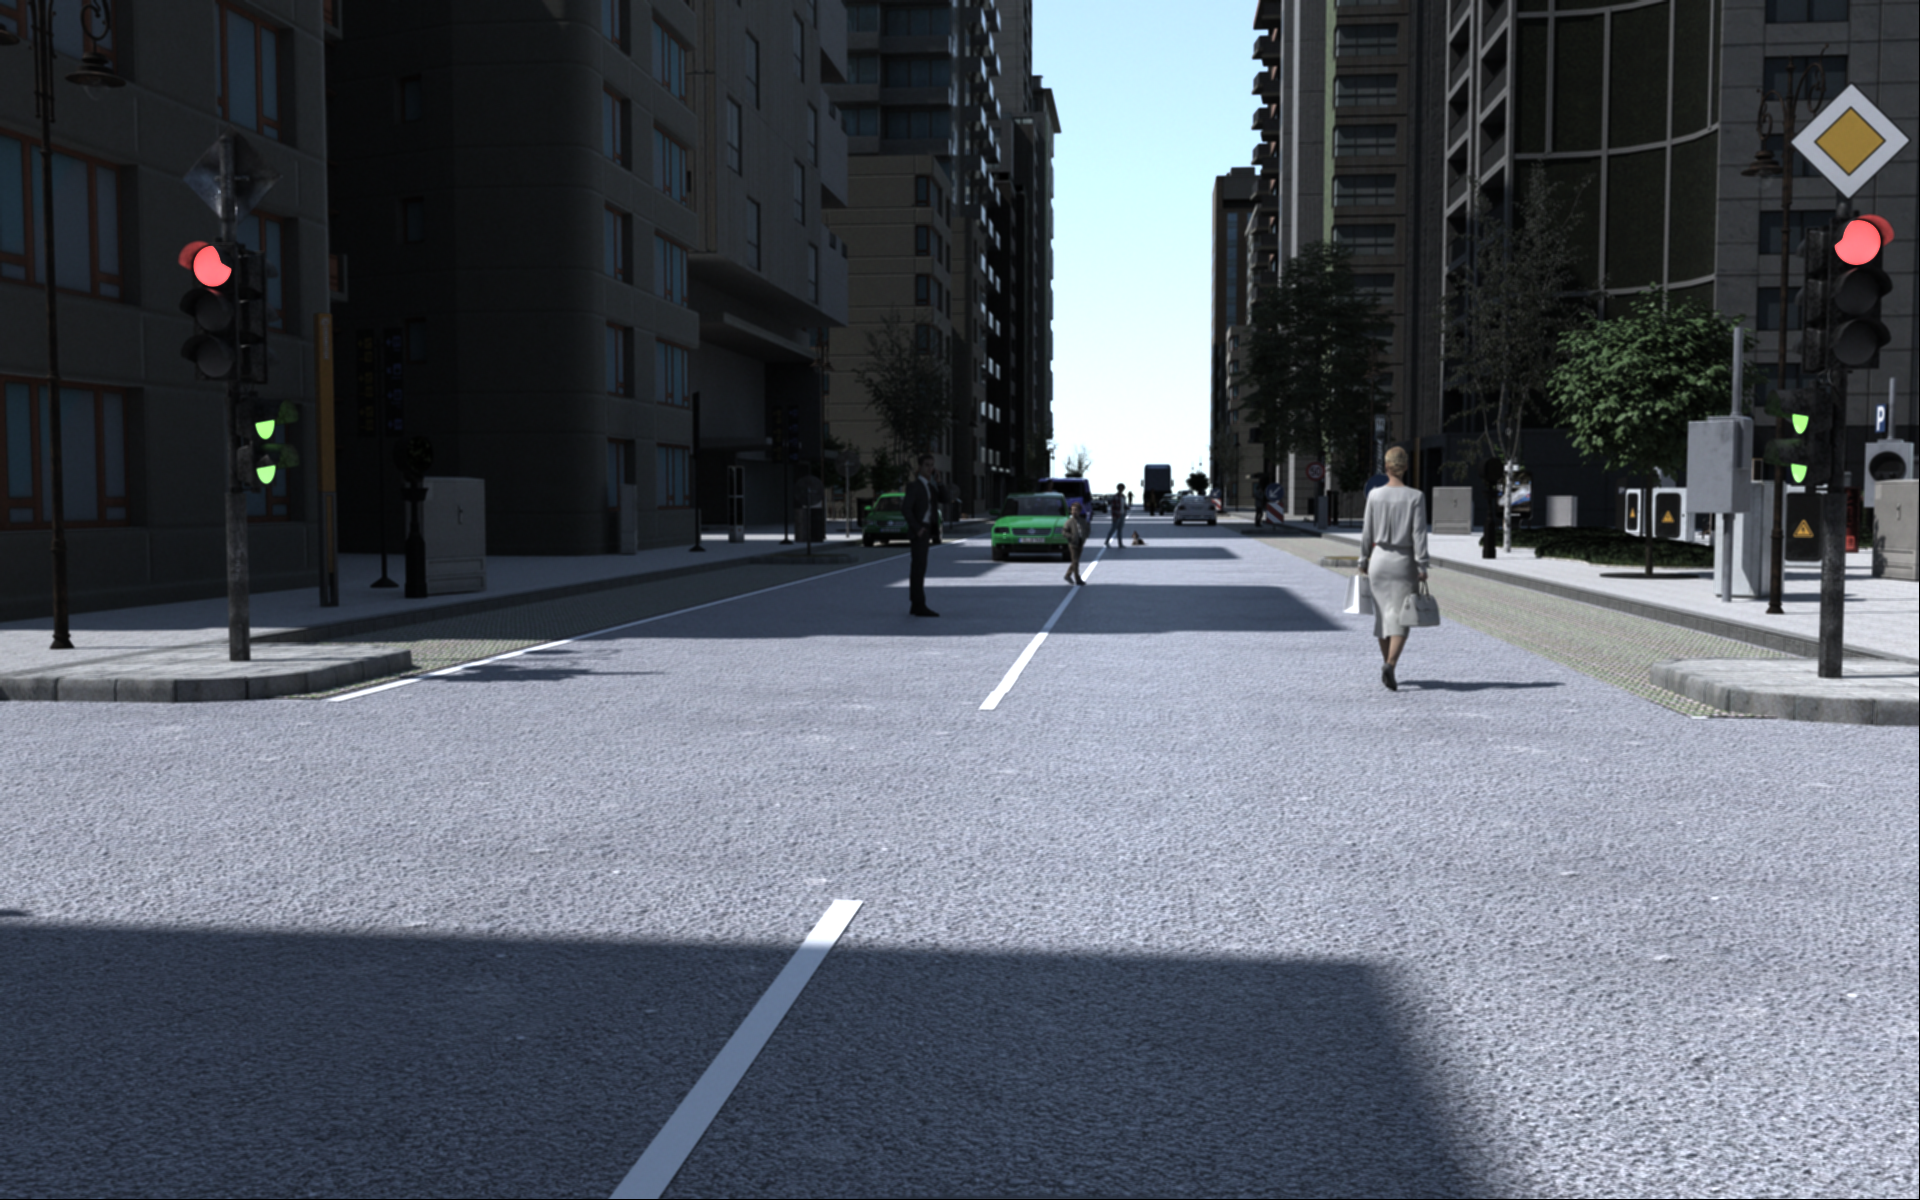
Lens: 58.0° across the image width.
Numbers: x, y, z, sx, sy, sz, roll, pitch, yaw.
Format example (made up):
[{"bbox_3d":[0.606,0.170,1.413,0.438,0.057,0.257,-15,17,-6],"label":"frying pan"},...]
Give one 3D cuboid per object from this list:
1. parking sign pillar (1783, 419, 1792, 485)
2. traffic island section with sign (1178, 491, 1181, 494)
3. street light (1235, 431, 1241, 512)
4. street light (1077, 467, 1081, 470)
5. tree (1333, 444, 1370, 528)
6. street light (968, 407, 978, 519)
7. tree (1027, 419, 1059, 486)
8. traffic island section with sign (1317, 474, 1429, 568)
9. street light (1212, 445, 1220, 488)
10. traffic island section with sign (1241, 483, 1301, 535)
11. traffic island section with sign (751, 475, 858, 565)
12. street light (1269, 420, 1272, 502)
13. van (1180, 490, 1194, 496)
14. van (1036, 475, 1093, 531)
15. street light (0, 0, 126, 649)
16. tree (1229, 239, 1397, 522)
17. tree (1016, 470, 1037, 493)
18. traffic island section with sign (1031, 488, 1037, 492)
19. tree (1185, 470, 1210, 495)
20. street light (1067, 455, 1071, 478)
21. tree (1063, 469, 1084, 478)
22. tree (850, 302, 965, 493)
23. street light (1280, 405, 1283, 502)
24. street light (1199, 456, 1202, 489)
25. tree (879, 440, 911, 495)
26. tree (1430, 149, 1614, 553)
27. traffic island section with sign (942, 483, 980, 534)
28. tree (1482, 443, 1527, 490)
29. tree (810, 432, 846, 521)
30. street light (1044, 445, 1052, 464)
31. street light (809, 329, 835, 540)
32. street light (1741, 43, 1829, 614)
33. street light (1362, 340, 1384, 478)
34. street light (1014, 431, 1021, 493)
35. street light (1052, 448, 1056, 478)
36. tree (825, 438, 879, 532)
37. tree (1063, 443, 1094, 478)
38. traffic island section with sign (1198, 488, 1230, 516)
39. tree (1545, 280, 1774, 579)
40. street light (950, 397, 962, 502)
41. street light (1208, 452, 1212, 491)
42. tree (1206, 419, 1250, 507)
[{"bbox_3d":[29.491,-4.421,60.753,1.447,3.967,1.447,0,4,6],"label":"parking sign pillar"},{"bbox_3d":[27.918,-12.961,220.536,1.989,1.847,2.006,0,4,6],"label":"traffic island section with sign"},{"bbox_3d":[20.365,-9.446,127.227,0.468,5.910,1.993,0,4,6],"label":"street light"},{"bbox_3d":[16.477,-16.343,239.993,0.468,5.910,1.993,0,4,6],"label":"street light"},{"bbox_3d":[14.995,-4.392,66.404,1.663,3.219,1.824,0,3,0],"label":"tree"},{"bbox_3d":[0.678,-7.200,90.509,0.468,5.910,1.993,0,4,6],"label":"street light"},{"bbox_3d":[7.361,-13.128,165.012,4.737,8.622,4.395,0,3,0],"label":"tree"},{"bbox_3d":[8.152,-1.576,34.388,1.989,1.847,2.006,0,4,6],"label":"traffic island section with sign"},{"bbox_3d":[23.950,-11.506,160.902,0.468,5.910,1.993,0,4,6],"label":"street light"},{"bbox_3d":[11.052,-3.248,61.728,1.989,1.847,2.006,0,4,6],"label":"traffic island section with sign"},{"bbox_3d":[-3.174,-1.671,35.947,1.989,1.847,2.006,0,4,6],"label":"traffic island section with sign"},{"bbox_3d":[16.793,-7.386,93.550,0.468,5.910,1.993,0,4,6],"label":"street light"},{"bbox_3d":[24.886,-11.193,190.010,2.013,2.044,4.112,0,4,6],"label":"van"},{"bbox_3d":[3.825,-3.669,64.374,2.240,2.365,5.245,0,4,8],"label":"van"},{"bbox_3d":[-7.462,-2.534,14.212,0.468,5.910,1.993,0,4,6],"label":"street light"},{"bbox_3d":[15.881,-9.776,77.969,7.486,12.596,7.792,0,3,0],"label":"tree"},{"bbox_3d":[5.196,-8.673,136.409,1.663,3.219,1.824,0,3,0],"label":"tree"},{"bbox_3d":[4.964,-6.352,112.479,1.989,1.847,2.006,0,4,6],"label":"traffic island section with sign"},{"bbox_3d":[31.099,-14.844,226.407,4.285,4.588,4.351,0,3,0],"label":"tree"},{"bbox_3d":[12.922,-14.274,206.162,0.468,5.910,1.993,0,4,6],"label":"street light"},{"bbox_3d":[14.870,-14.881,227.010,4.285,4.588,4.351,0,3,0],"label":"tree"},{"bbox_3d":[-2.114,-7.151,67.287,4.360,8.622,3.978,0,3,0],"label":"tree"},{"bbox_3d":[15.987,-6.935,86.172,0.468,5.910,1.993,0,4,6],"label":"street light"},{"bbox_3d":[29.134,-14.502,209.889,0.468,5.910,1.993,0,4,6],"label":"street light"},{"bbox_3d":[-2.725,-4.134,62.196,1.663,3.219,1.824,0,3,0],"label":"tree"},{"bbox_3d":[12.119,-5.361,38.020,4.360,8.622,3.978,0,3,0],"label":"tree"},{"bbox_3d":[-0.302,-3.322,62.939,1.989,1.847,2.006,0,4,6],"label":"traffic island section with sign"},{"bbox_3d":[17.940,-3.767,56.196,1.663,3.219,1.824,0,3,0],"label":"tree"},{"bbox_3d":[-6.790,-6.021,82.155,4.285,4.588,4.351,0,3,0],"label":"tree"},{"bbox_3d":[7.862,-11.354,158.430,0.468,5.910,1.993,0,4,6],"label":"street light"},{"bbox_3d":[-3.856,-4.645,48.733,0.468,5.910,1.993,0,4,6],"label":"street light"},{"bbox_3d":[8.747,-2.790,18.409,0.468,5.910,1.993,0,4,6],"label":"street light"},{"bbox_3d":[12.383,-4.850,52.079,0.468,5.910,1.993,0,4,6],"label":"street light"},{"bbox_3d":[4.168,-9.280,124.516,0.468,5.910,1.993,0,4,6],"label":"street light"},{"bbox_3d":[9.286,-12.214,172.492,0.468,5.910,1.993,0,4,6],"label":"street light"},{"bbox_3d":[-3.891,-3.977,59.619,1.663,3.219,1.824,0,3,0],"label":"tree"},{"bbox_3d":[16.862,-18.114,246.520,4.360,8.622,3.978,0,3,0],"label":"tree"},{"bbox_3d":[16.285,-6.263,111.030,1.989,1.847,2.006,0,4,6],"label":"traffic island section with sign"},{"bbox_3d":[10.750,-2.629,26.705,4.285,4.588,4.351,0,3,0],"label":"tree"},{"bbox_3d":[-0.212,-6.704,82.402,0.468,5.910,1.993,0,4,6],"label":"street light"},{"bbox_3d":[25.517,-12.442,176.217,0.468,5.910,1.993,0,4,6],"label":"street light"},{"bbox_3d":[26.375,-13.461,170.450,4.360,8.622,3.978,0,3,0],"label":"tree"}]
